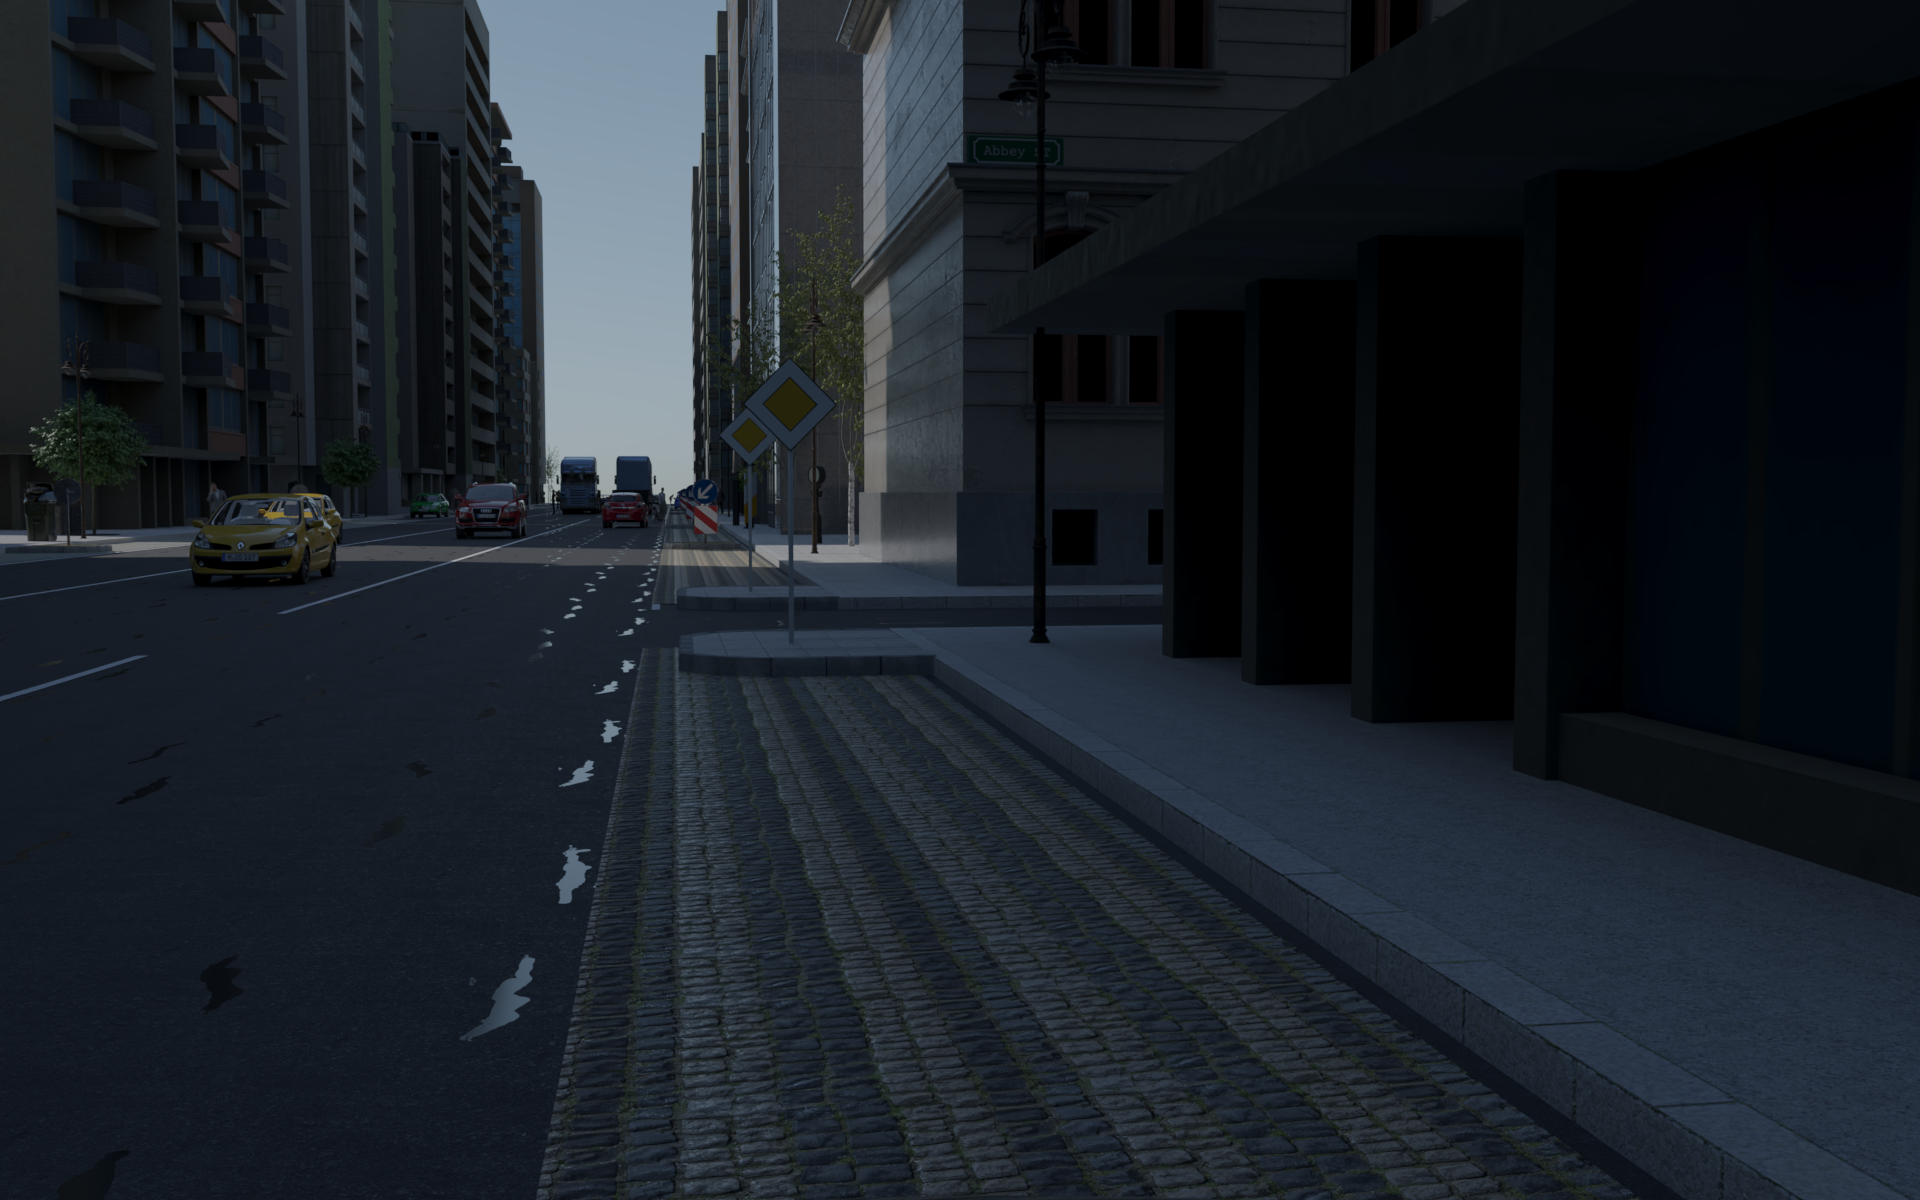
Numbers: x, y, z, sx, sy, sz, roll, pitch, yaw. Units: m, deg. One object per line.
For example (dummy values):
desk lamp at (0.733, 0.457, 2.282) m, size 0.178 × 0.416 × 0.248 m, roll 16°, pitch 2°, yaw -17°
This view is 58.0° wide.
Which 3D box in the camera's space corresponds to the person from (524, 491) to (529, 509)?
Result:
person at (-40.447, -9.321, 161.699) m, size 0.445 × 1.727 × 0.742 m, roll 0°, pitch 4°, yaw 1°

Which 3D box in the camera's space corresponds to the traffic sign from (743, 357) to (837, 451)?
traffic sign at (-1.431, -0.774, 14.838) m, size 0.795 × 2.593 × 0.064 m, roll -1°, pitch 4°, yaw -9°

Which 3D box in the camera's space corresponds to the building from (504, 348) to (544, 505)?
building at (-67.559, -22.766, 217.265) m, size 27.650 × 21.520 × 28.899 m, roll -1°, pitch 4°, yaw -9°

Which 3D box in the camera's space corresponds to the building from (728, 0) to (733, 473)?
building at (-3.633, -33.184, 131.794) m, size 28.713 × 52.752 × 27.495 m, roll -1°, pitch 4°, yaw -9°

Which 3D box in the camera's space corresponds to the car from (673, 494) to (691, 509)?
car at (-25.119, -9.045, 157.479) m, size 1.945 × 1.707 × 3.694 m, roll 0°, pitch 4°, yaw -8°

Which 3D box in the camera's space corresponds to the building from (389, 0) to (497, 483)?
building at (-53.469, -32.407, 153.555) m, size 21.300 × 48.544 × 21.600 m, roll -1°, pitch 4°, yaw -9°

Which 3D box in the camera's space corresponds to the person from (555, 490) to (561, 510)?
person at (-36.453, -9.110, 157.460) m, size 1.348 × 1.823 × 0.705 m, roll -1°, pitch 4°, yaw -13°

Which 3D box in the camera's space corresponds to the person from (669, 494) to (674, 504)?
person at (-40.082, -14.005, 240.721) m, size 0.697 × 1.427 × 0.421 m, roll 1°, pitch 4°, yaw 20°

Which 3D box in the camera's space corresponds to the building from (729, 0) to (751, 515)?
building at (-7.363, -28.119, 109.849) m, size 14.600 × 45.320 × 14.200 m, roll -1°, pitch 4°, yaw -9°

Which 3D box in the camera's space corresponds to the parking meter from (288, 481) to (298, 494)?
parking meter at (-29.641, -4.360, 76.992) m, size 0.399 × 1.863 × 0.255 m, roll 1°, pitch 4°, yaw 22°

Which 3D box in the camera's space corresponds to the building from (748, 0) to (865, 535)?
building at (-1.339, -15.073, 64.471) m, size 12.078 × 24.808 × 19.932 m, roll -1°, pitch 4°, yaw -9°

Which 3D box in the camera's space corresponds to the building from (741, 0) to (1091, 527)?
building at (-3.436, -18.265, 86.024) m, size 14.401 × 28.519 × 23.554 m, roll -1°, pitch 4°, yaw -9°

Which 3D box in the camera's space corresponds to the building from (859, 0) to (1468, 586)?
building at (9.915, -14.905, 31.089) m, size 23.554 × 28.519 × 14.401 m, roll -1°, pitch 4°, yaw -9°

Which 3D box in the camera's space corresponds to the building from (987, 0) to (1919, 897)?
building at (13.149, -21.225, 1.660) m, size 22.147 × 44.769 × 28.867 m, roll -1°, pitch 4°, yaw -9°

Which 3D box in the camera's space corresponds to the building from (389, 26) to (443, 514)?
building at (-52.515, -25.979, 116.631) m, size 32.217 × 40.220 × 23.993 m, roll -1°, pitch 4°, yaw -9°

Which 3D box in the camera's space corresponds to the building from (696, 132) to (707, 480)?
building at (-22.533, -36.662, 223.120) m, size 21.300 × 48.544 × 21.600 m, roll -1°, pitch 4°, yaw -9°

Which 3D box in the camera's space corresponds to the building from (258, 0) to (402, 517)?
building at (-40.766, -25.424, 99.277) m, size 14.154 × 41.232 × 14.086 m, roll -1°, pitch 4°, yaw -9°

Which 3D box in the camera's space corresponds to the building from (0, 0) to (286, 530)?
building at (-41.361, -25.549, 72.358) m, size 22.147 × 44.769 × 28.867 m, roll -1°, pitch 4°, yaw -9°

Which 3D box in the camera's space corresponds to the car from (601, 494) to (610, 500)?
car at (-34.310, -9.446, 166.448) m, size 2.014 × 1.417 × 4.499 m, roll 0°, pitch 4°, yaw -8°

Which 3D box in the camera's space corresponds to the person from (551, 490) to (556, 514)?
person at (-29.244, -7.030, 124.267) m, size 0.721 × 1.723 × 1.217 m, roll -1°, pitch 4°, yaw -18°

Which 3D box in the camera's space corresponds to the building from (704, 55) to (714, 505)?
building at (-17.310, -29.510, 166.088) m, size 14.154 × 41.232 × 14.086 m, roll -1°, pitch 4°, yaw -9°

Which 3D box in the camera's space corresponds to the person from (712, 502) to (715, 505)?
person at (-21.124, -8.630, 147.852) m, size 0.721 × 1.736 × 1.217 m, roll -1°, pitch 4°, yaw -20°

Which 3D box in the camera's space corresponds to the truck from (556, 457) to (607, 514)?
truck at (-28.085, -8.568, 129.852) m, size 2.967 × 4.110 × 18.799 m, roll -1°, pitch 4°, yaw -9°

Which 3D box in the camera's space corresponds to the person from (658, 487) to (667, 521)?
person at (-16.056, -5.171, 93.265) m, size 0.478 × 1.798 × 0.641 m, roll -2°, pitch 4°, yaw -29°

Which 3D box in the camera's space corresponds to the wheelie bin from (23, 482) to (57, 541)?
wheelie bin at (-24.964, -2.394, 47.057) m, size 0.980 × 1.594 × 0.693 m, roll 0°, pitch 4°, yaw -8°

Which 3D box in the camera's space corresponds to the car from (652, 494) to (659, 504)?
car at (-37.642, -12.511, 214.334) m, size 2.009 × 1.686 × 4.222 m, roll -1°, pitch 4°, yaw -11°

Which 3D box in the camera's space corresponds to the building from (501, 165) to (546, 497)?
building at (-65.010, -36.028, 239.175) m, size 14.600 × 45.320 × 14.200 m, roll -1°, pitch 4°, yaw -9°

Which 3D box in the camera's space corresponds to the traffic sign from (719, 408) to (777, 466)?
traffic sign at (-2.735, -1.255, 22.716) m, size 0.795 × 2.593 × 0.064 m, roll -1°, pitch 4°, yaw -9°

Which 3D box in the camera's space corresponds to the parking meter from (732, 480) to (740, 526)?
parking meter at (-9.127, -3.967, 70.570) m, size 0.255 × 1.863 × 0.399 m, roll 0°, pitch 4°, yaw -3°

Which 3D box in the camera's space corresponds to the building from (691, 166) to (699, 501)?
building at (-26.923, -37.977, 244.622) m, size 21.300 × 48.544 × 21.600 m, roll -1°, pitch 4°, yaw -9°

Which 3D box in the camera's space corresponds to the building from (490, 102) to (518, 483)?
building at (-60.443, -32.654, 188.509) m, size 22.147 × 44.769 × 28.867 m, roll -1°, pitch 4°, yaw -9°

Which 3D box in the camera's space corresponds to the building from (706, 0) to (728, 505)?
building at (-17.448, -53.993, 195.462) m, size 22.319 × 86.520 × 31.000 m, roll -1°, pitch 4°, yaw -9°

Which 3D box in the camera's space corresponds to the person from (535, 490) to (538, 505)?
person at (-51.843, -12.588, 211.987) m, size 0.705 × 1.807 × 1.348 m, roll -1°, pitch 4°, yaw -10°

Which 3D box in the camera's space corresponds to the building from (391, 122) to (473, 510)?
building at (-46.825, -22.351, 137.140) m, size 14.160 × 30.474 × 14.107 m, roll -1°, pitch 4°, yaw -9°

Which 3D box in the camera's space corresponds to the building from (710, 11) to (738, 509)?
building at (-14.187, -28.637, 151.803) m, size 14.154 × 41.232 × 14.086 m, roll -1°, pitch 4°, yaw -9°

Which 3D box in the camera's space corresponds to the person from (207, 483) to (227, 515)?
person at (-24.258, -2.932, 56.627) m, size 0.592 × 1.802 × 0.473 m, roll 0°, pitch 4°, yaw -6°

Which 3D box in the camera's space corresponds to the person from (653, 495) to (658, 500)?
person at (-28.899, -9.357, 161.625) m, size 1.348 × 1.807 × 0.705 m, roll 1°, pitch 4°, yaw 11°

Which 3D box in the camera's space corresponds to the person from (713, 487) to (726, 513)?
person at (-16.092, -6.671, 115.667) m, size 0.990 × 1.755 × 0.434 m, roll -3°, pitch 5°, yaw -39°

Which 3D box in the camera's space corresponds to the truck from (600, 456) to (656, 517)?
truck at (-22.276, -7.749, 116.460) m, size 2.967 × 4.110 × 18.799 m, roll 0°, pitch 4°, yaw -8°

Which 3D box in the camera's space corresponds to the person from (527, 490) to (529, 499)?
person at (-50.731, -12.036, 203.285) m, size 0.683 × 1.767 × 0.568 m, roll 2°, pitch 4°, yaw 31°
